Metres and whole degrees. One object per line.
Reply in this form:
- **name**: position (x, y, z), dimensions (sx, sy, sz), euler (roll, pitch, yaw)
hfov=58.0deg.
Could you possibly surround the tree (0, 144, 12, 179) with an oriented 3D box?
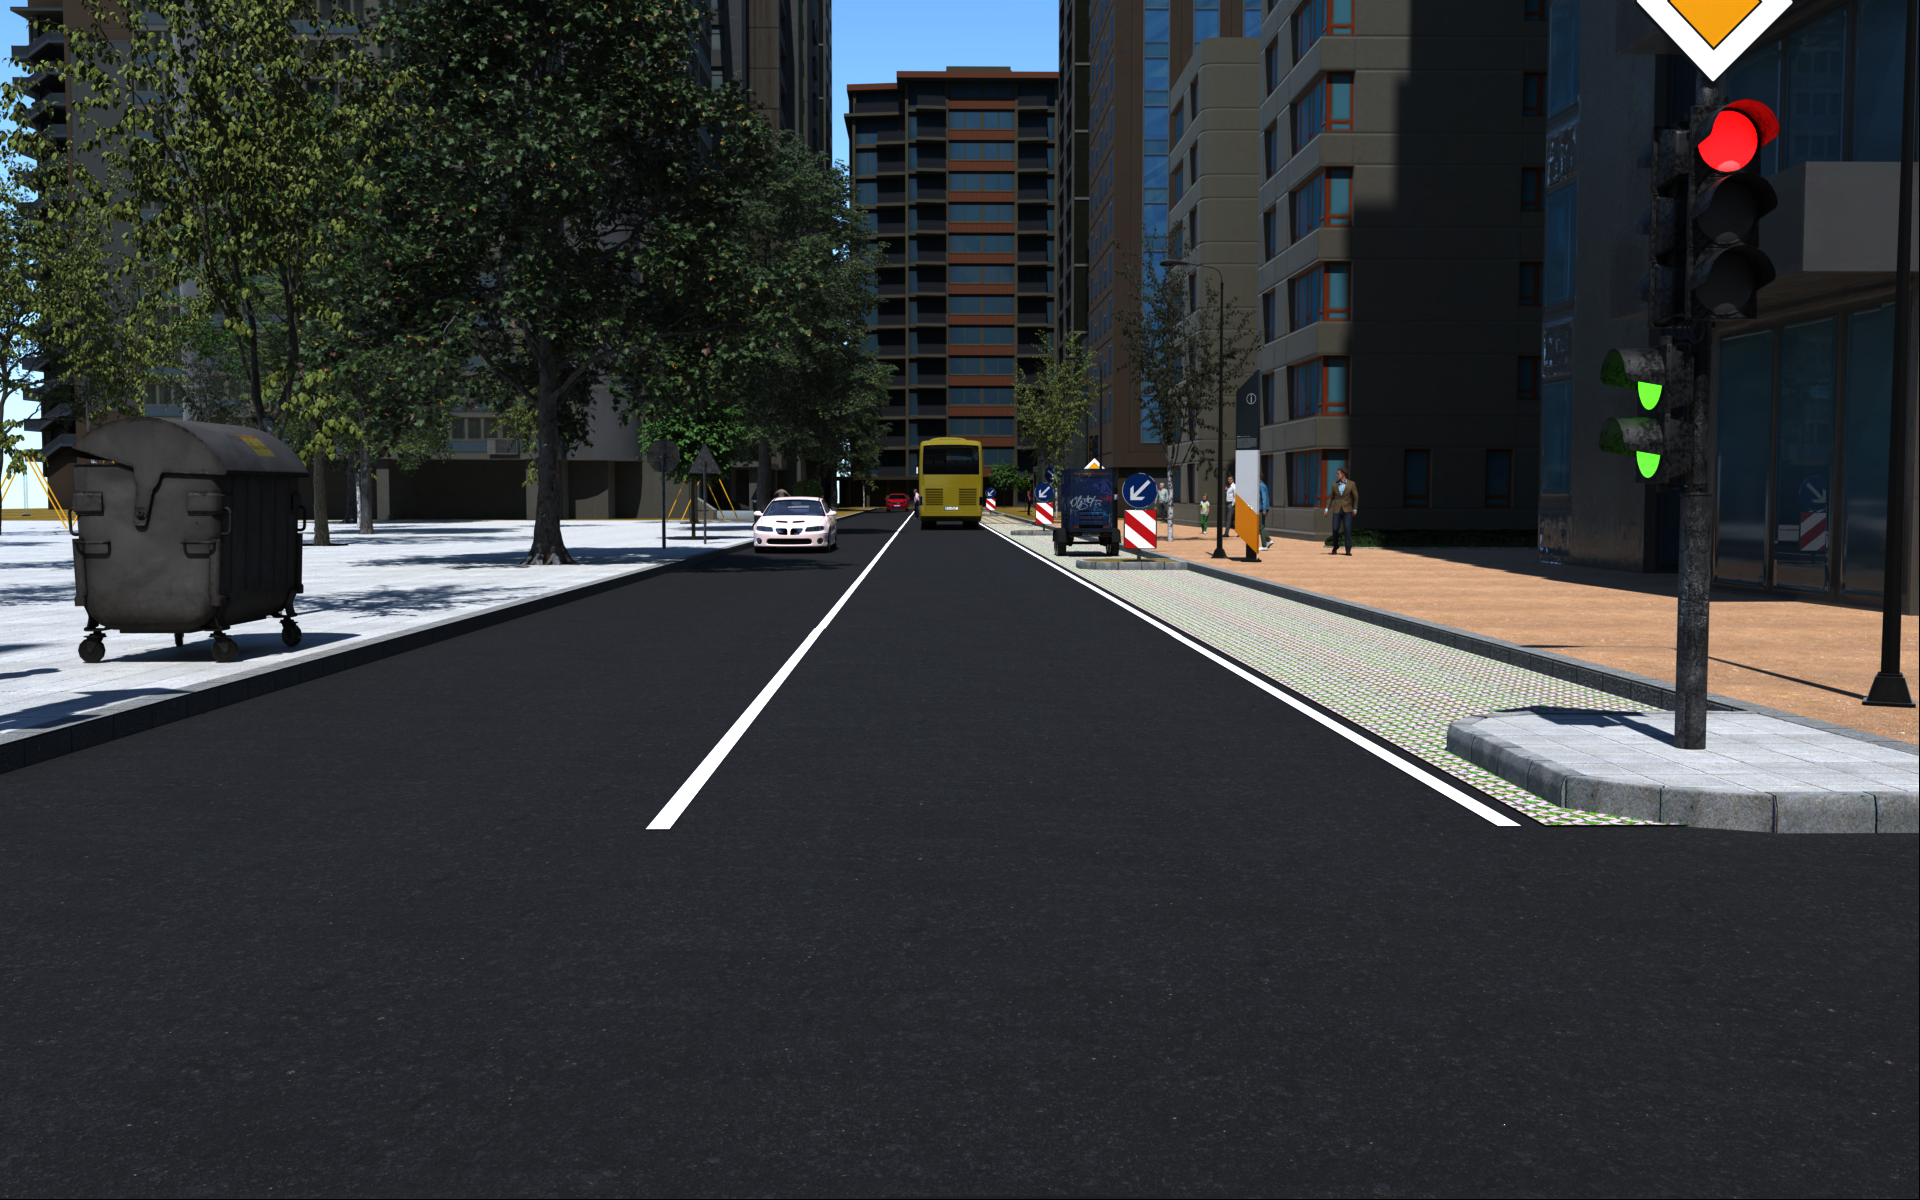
- **tree**: position (-12.223, -4.172, 18.572), dimensions (4.360, 8.622, 3.978), euler (0, 3, 0)

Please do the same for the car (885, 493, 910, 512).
- **car**: position (-5.126, -8.163, 142.505), dimensions (2.155, 1.783, 4.494), euler (0, 3, 0)

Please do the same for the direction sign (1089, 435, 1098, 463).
- **direction sign**: position (5.177, -4.594, 67.110), dimensions (0.379, 3.537, 0.876), euler (-1, 4, -17)

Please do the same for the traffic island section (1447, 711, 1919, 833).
- **traffic island section**: position (3.713, 0.827, 8.760), dimensions (2.009, 0.180, 2.903), euler (0, 4, -1)

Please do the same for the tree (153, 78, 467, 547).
- **tree**: position (-15.775, -7.155, 42.743), dimensions (9.928, 11.665, 9.643), euler (0, 3, 0)

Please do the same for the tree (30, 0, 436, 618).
- **tree**: position (-7.196, -4.104, 17.470), dimensions (4.737, 8.622, 4.395), euler (0, 3, 0)

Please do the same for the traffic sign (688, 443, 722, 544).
- **traffic sign**: position (-6.530, -2.710, 44.306), dimensions (0.884, 2.594, 0.081), euler (0, 4, 8)

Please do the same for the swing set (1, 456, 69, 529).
- **swing set**: position (-34.601, -4.067, 64.121), dimensions (2.862, 2.851, 3.119), euler (-2, 4, -24)

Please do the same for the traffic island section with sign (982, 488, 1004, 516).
- **traffic island section with sign**: position (1.835, -6.271, 111.165), dimensions (1.989, 1.847, 2.006), euler (0, 4, -1)

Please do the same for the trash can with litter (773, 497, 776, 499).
- **trash can with litter**: position (-7.114, -3.305, 65.420), dimensions (0.624, 1.170, 1.055), euler (0, 4, -2)

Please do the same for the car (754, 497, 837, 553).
- **car**: position (-4.120, -1.924, 43.819), dimensions (2.083, 1.381, 4.827), euler (0, 4, -1)

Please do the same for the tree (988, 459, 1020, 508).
- **tree**: position (4.125, -10.813, 160.501), dimensions (4.285, 4.588, 4.351), euler (0, 3, 0)

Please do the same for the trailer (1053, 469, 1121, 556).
- **trailer**: position (2.916, -2.065, 40.818), dimensions (1.471, 1.999, 3.904), euler (0, 4, -1)

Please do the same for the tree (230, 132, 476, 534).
- **tree**: position (-19.322, -8.383, 55.190), dimensions (7.486, 12.596, 7.792), euler (0, 3, 0)

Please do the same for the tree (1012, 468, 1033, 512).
- **tree**: position (4.846, -8.065, 126.462), dimensions (1.663, 3.219, 1.824), euler (0, 3, 0)

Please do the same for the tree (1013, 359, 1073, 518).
- **tree**: position (5.001, -8.779, 93.896), dimensions (4.360, 8.622, 3.978), euler (0, 3, 0)

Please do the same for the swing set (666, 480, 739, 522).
- **swing set**: position (-12.213, -5.167, 82.095), dimensions (2.862, 2.851, 3.119), euler (0, 4, 5)

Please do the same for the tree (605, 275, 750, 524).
- **tree**: position (-11.580, -9.097, 74.495), dimensions (9.928, 11.665, 9.643), euler (0, 3, 0)

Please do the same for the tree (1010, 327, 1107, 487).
- **tree**: position (4.296, -7.655, 75.517), dimensions (4.737, 8.622, 4.395), euler (0, 3, 0)

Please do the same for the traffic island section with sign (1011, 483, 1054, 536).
- **traffic island section with sign**: position (2.777, -3.161, 60.308), dimensions (1.989, 1.847, 2.006), euler (0, 4, -1)

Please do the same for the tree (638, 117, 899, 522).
- **tree**: position (-6.815, -9.399, 60.335), dimensions (9.857, 13.997, 8.962), euler (0, 3, 0)

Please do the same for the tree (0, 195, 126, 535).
- **tree**: position (-29.576, -7.284, 53.502), dimensions (7.601, 10.594, 8.767), euler (-1, 4, -18)

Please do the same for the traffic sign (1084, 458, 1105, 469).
- **traffic sign**: position (4.904, -3.867, 62.954), dimensions (0.795, 2.593, 0.064), euler (0, 4, 7)

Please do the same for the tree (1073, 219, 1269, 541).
- **tree**: position (5.794, -5.875, 46.423), dimensions (4.360, 8.622, 3.978), euler (0, 3, 0)

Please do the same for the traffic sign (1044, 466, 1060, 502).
- **traffic sign**: position (4.253, -4.881, 79.916), dimensions (0.768, 2.556, 0.104), euler (0, 4, 6)

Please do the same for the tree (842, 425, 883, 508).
- **tree**: position (-8.884, -12.728, 158.468), dimensions (4.737, 8.622, 4.395), euler (0, 3, 0)

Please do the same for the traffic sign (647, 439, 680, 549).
- **traffic sign**: position (-6.911, -2.463, 40.368), dimensions (0.768, 2.556, 0.104), euler (0, 3, 0)

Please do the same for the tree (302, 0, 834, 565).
- **tree**: position (-7.449, -6.998, 31.423), dimensions (9.611, 12.733, 9.660), euler (0, 3, 0)

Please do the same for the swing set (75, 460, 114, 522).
- **swing set**: position (-34.923, -4.540, 71.844), dimensions (2.862, 2.851, 3.119), euler (-1, 4, -13)

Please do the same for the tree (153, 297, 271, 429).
- **tree**: position (-28.502, -7.068, 65.921), dimensions (4.360, 8.622, 3.978), euler (0, 3, 0)

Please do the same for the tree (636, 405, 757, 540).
- **tree**: position (-7.487, -3.999, 49.098), dimensions (4.285, 4.588, 4.351), euler (0, 3, 0)
